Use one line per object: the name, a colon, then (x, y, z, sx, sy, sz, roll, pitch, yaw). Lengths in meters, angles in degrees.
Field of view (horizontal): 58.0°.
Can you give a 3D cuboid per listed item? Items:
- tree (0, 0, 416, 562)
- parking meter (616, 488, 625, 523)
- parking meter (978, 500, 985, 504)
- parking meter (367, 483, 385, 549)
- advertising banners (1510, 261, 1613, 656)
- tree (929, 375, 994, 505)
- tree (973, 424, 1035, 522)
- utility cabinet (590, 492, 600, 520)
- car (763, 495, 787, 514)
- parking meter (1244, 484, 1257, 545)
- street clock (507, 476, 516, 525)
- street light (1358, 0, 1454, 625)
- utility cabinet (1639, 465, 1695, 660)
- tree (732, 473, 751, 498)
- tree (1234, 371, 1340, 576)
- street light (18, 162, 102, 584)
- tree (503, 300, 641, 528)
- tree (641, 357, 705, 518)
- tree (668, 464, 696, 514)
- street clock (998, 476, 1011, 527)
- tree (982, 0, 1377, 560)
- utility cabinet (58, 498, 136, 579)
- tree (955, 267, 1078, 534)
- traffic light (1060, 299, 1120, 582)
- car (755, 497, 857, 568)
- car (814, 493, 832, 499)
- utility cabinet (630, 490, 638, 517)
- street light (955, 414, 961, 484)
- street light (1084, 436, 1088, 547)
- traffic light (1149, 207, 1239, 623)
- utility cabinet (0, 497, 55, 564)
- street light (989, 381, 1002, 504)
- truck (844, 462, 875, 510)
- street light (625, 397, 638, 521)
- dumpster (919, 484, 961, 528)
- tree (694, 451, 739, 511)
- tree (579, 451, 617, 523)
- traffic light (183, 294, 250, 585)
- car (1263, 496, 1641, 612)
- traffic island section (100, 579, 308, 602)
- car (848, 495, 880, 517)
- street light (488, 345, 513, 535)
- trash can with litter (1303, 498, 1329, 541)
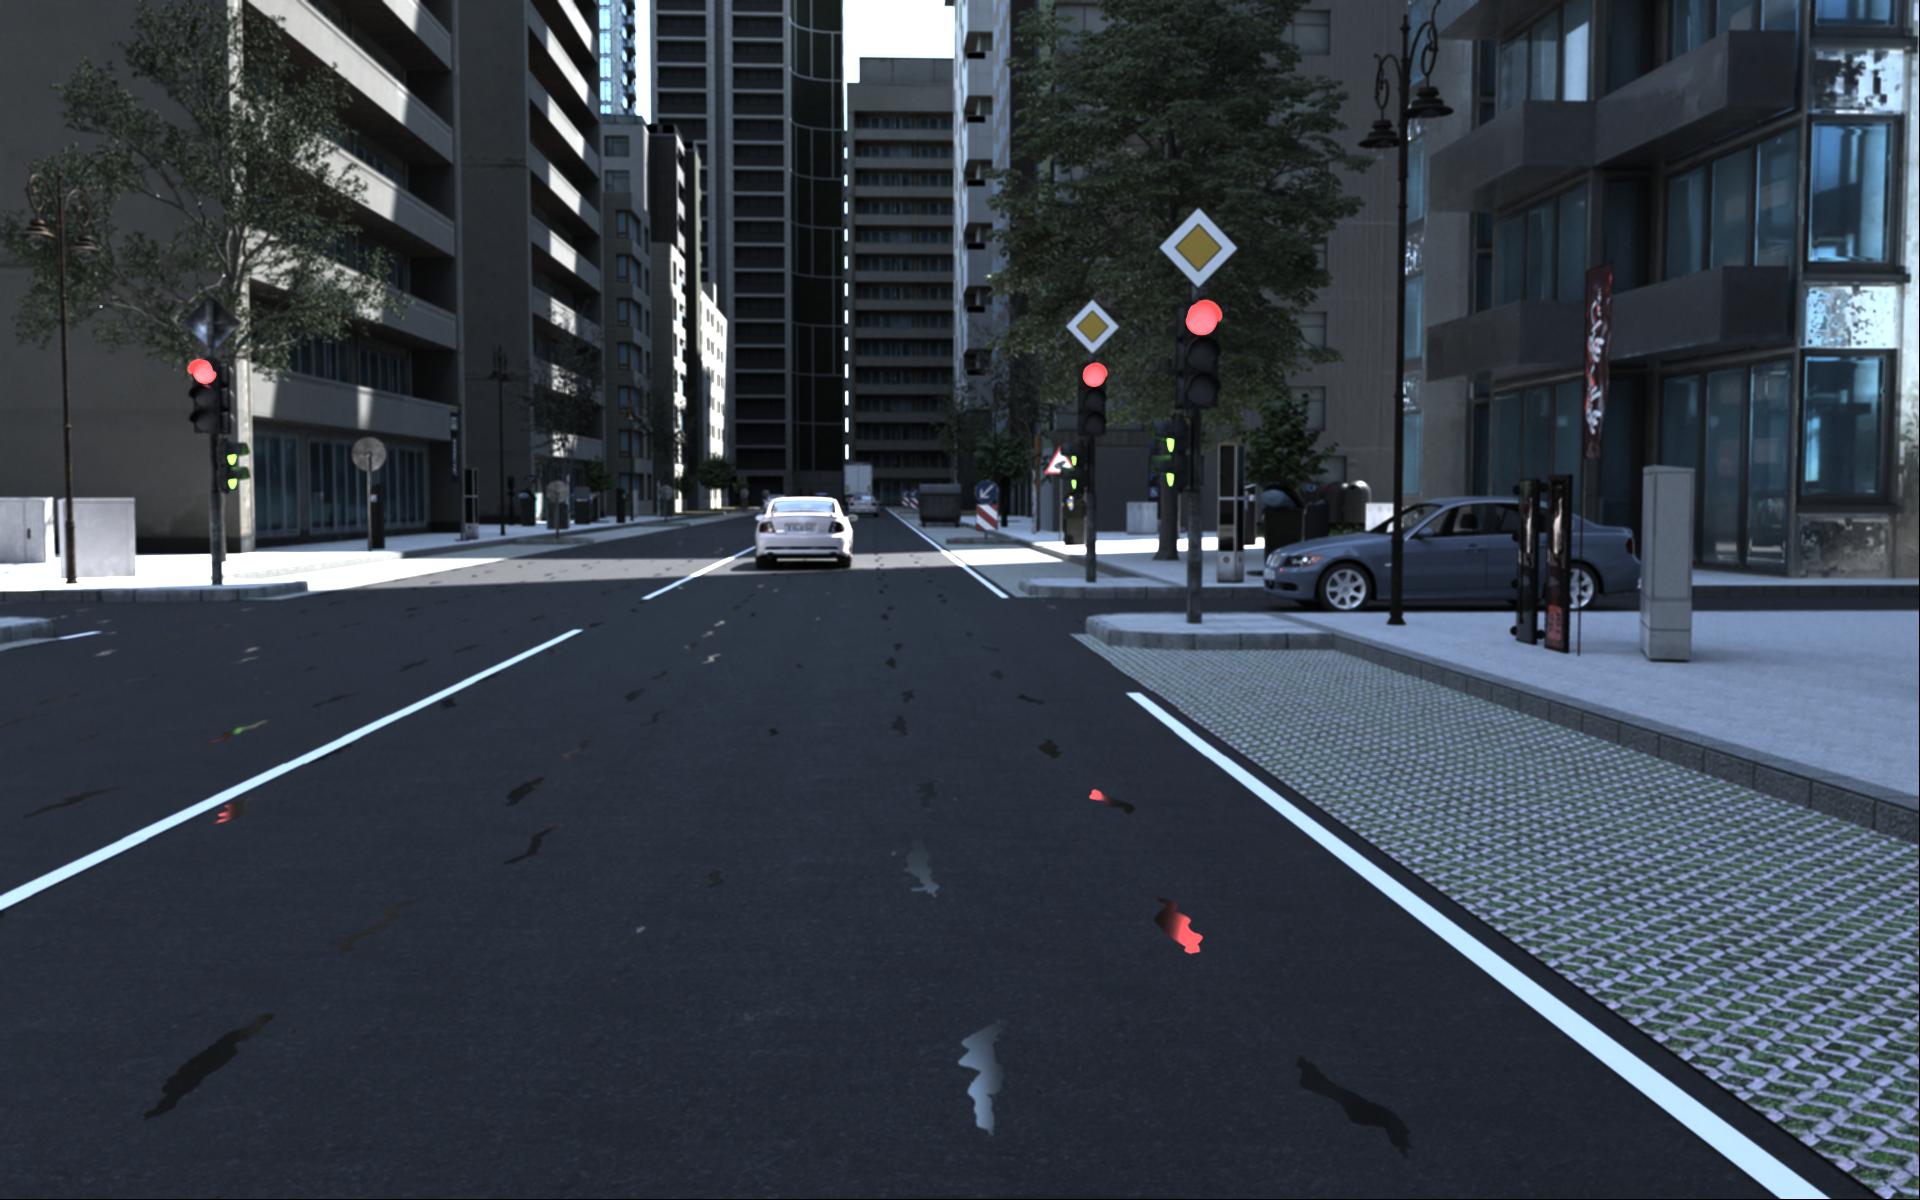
tree: (-14.056, -5.969, 32.004, 8.767, 10.594, 7.601, 1, 4, 11)
parking meter: (-14.986, -4.164, 76.499, 0.372, 1.533, 0.369, 0, 3, 0)
parking meter: (0.963, -4.279, 75.669, 0.399, 1.863, 0.255, 1, 4, 8)
parking meter: (-13.668, -1.964, 40.515, 0.372, 1.533, 0.369, 0, 3, 0)
advertising banners: (4.889, -1.097, 14.125, 0.090, 3.025, 2.074, 0, 3, 0)
tree: (0.013, -9.545, 106.426, 4.737, 8.622, 4.395, 0, 3, 0)
tree: (2.060, -5.908, 80.317, 4.285, 4.588, 4.351, 0, 3, 0)
utility cabinet: (-18.258, -4.695, 85.441, 0.318, 1.500, 1.173, 2, 4, 25)
car: (-13.619, -7.125, 128.856, 2.083, 1.381, 4.827, 0, 4, -4)
parking meter: (7.238, -2.140, 43.400, 0.372, 1.533, 0.369, 0, 3, 0)
street clock: (-18.408, -4.066, 71.049, 0.358, 2.002, 0.471, 0, 4, -7)
street light: (4.291, -2.696, 16.861, 0.468, 5.910, 1.993, 0, 4, -3)
utility cabinet: (5.598, -0.307, 13.702, 0.318, 1.500, 1.173, 1, 4, 18)
tree: (-19.897, -9.884, 156.203, 1.663, 3.219, 1.824, 0, 3, 0)
tree: (5.190, -2.005, 27.381, 1.663, 3.219, 1.824, 0, 3, 0)
street light: (-12.680, -3.166, 24.546, 0.468, 5.910, 1.993, 0, 4, -3)
tree: (-15.071, -7.061, 65.812, 4.360, 8.622, 3.978, 0, 3, 0)
tree: (-16.164, -8.790, 94.077, 4.360, 8.622, 3.978, 0, 3, 0)
tree: (-17.958, -7.267, 113.418, 1.663, 3.219, 1.824, 0, 3, 0)
street clock: (1.734, -3.864, 67.747, 0.471, 2.002, 0.358, -2, 4, -30)
tree: (4.094, -7.075, 33.809, 7.486, 12.596, 7.792, 0, 3, 0)
utility cabinet: (-13.202, -0.939, 26.507, 1.020, 1.237, 0.306, -3, 5, -44)
tree: (2.197, -6.410, 55.165, 4.360, 8.622, 3.978, 0, 3, 0)
traffic light: (1.886, -2.212, 25.094, 0.839, 4.253, 0.868, 0, 4, -3)
car: (-3.111, -1.380, 34.919, 2.083, 1.381, 4.827, 0, 4, -3)
car: (-12.824, -9.220, 160.333, 1.945, 1.707, 3.694, 0, 4, -1)
utility cabinet: (-17.853, -5.269, 94.823, 0.318, 1.500, 1.173, -1, 4, -16)
street light: (-0.103, -7.774, 99.890, 0.468, 5.910, 1.993, 0, 4, -3)
street light: (3.110, -4.225, 41.871, 0.468, 5.910, 1.993, 0, 4, -3)
traffic light: (2.313, -1.725, 17.120, 0.839, 4.253, 0.868, 0, 4, -3)
utility cabinet: (-17.307, -1.275, 32.009, 1.020, 1.237, 0.306, 0, 4, 6)
street light: (1.449, -6.008, 71.023, 0.468, 5.910, 1.993, 0, 4, -3)
truck: (-9.199, -10.339, 157.960, 2.839, 4.237, 11.283, 0, 4, -3)
street light: (-15.671, -6.714, 82.567, 0.468, 5.910, 1.993, 0, 4, -3)
dumpster: (-0.851, -4.012, 73.805, 1.865, 1.857, 1.264, 0, 4, -2)
tree: (-18.449, -9.024, 131.249, 4.285, 4.588, 4.351, 0, 3, 0)
tree: (-16.503, -5.119, 78.296, 1.663, 3.219, 1.824, 0, 3, 0)
traffic light: (-10.507, -2.171, 24.417, 0.839, 4.253, 0.868, 0, 4, -3)
car: (6.010, -0.573, 21.377, 4.499, 1.417, 2.014, 0, 4, -3)
traffic island section: (-10.547, -0.139, 24.550, 2.009, 0.180, 2.903, 0, 4, -3)
car: (-6.044, -5.899, 108.816, 2.083, 1.381, 4.827, 0, 4, -2)
street light: (-14.223, -4.949, 53.709, 0.468, 5.910, 1.993, 0, 4, -3)
trash can with litter: (7.346, -1.392, 33.813, 2.233, 1.210, 1.678, 0, 4, 2)
